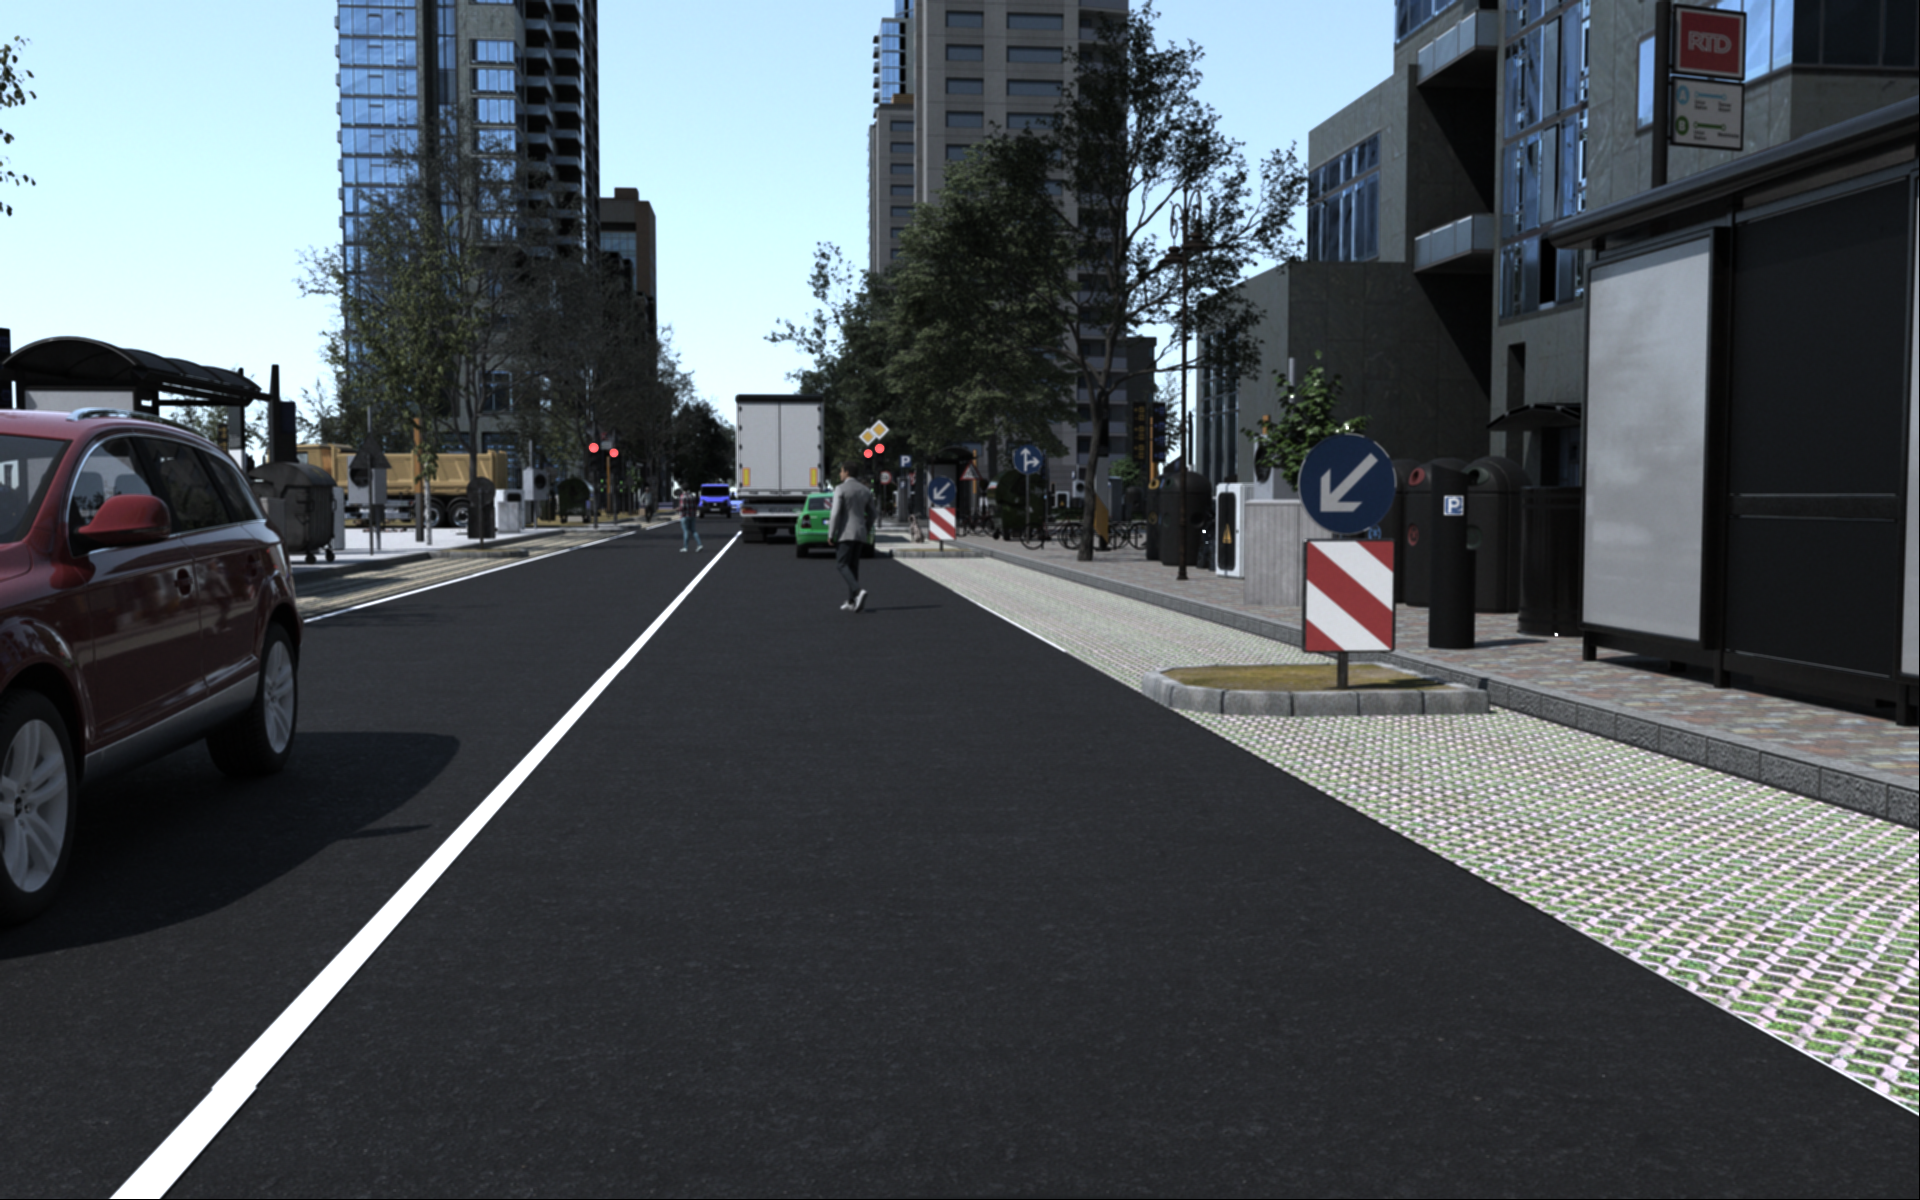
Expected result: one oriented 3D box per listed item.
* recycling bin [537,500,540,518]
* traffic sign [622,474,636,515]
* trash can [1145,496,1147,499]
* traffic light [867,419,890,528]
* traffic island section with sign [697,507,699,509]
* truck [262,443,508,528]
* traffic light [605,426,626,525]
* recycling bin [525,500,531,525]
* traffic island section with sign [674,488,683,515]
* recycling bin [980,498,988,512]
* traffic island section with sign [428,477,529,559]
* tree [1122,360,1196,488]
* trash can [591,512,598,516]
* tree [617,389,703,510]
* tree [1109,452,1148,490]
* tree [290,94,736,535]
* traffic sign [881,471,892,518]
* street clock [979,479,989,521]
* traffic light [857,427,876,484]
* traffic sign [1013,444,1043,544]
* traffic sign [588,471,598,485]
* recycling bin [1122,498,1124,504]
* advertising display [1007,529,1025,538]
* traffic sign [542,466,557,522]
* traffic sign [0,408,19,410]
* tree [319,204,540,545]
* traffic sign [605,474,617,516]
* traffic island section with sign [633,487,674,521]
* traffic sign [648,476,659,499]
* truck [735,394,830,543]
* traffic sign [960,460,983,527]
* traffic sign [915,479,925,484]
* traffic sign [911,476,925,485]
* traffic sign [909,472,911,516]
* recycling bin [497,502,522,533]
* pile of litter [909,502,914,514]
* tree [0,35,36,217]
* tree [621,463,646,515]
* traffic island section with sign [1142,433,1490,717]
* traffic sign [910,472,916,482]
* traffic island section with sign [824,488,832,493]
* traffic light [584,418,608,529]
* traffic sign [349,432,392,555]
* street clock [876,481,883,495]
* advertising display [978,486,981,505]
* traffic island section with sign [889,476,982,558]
[{"bbox_3d":[-23.406,-5.013,94.517,0.722,1.027,0.722,2,4,30],"label":"recycling bin"},{"bbox_3d":[-20.261,-6.492,106.148,0.884,2.594,0.081,0,4,-5],"label":"traffic sign"},{"bbox_3d":[12.948,-6.503,117.983,0.748,1.137,0.748,0,3,0],"label":"trash can"},{"bbox_3d":[-3.048,-4.654,65.018,0.839,4.253,0.868,0,4,-6],"label":"traffic light"},{"bbox_3d":[-24.982,-9.959,171.461,1.989,1.847,2.006,0,4,-6],"label":"traffic island section with sign"},{"bbox_3d":[-22.770,-4.372,67.399,9.791,3.379,3.469,0,4,-4],"label":"truck"},{"bbox_3d":[-14.297,-5.071,71.835,0.839,4.253,0.868,0,4,-6],"label":"traffic light"},{"bbox_3d":[-18.374,-3.649,72.222,0.722,1.027,0.722,3,5,39],"label":"recycling bin"},{"bbox_3d":[-19.589,-6.875,121.026,1.989,1.847,2.006,0,4,-6],"label":"traffic island section with sign"},{"bbox_3d":[1.795,-6.591,120.318,0.722,1.027,0.722,1,4,17],"label":"recycling bin"},{"bbox_3d":[-10.839,-1.867,39.158,1.989,1.847,2.006,0,4,-6],"label":"traffic island section with sign"},{"bbox_3d":[10.949,-8.839,94.880,4.360,8.622,3.978,0,3,0],"label":"tree"},{"bbox_3d":[-21.567,-5.508,101.703,0.748,1.137,0.748,0,3,0],"label":"trash can"},{"bbox_3d":[-24.733,-12.748,142.849,7.601,10.594,8.767,-1,4,-9],"label":"tree"},{"bbox_3d":[13.101,-9.190,133.973,4.285,4.588,4.351,0,3,0],"label":"tree"},{"bbox_3d":[-15.433,-8.804,54.314,12.009,13.543,11.850,0,3,0],"label":"tree"},{"bbox_3d":[-4.012,-5.646,92.414,0.768,2.556,0.104,0,4,2],"label":"traffic sign"},{"bbox_3d":[1.121,-4.690,81.257,0.358,2.002,0.471,-3,4,-36],"label":"street clock"},{"bbox_3d":[-3.896,-5.140,72.958,0.839,4.253,0.868,0,4,-6],"label":"traffic light"},{"bbox_3d":[1.749,-2.718,44.550,0.768,2.556,0.104,0,4,3],"label":"traffic sign"},{"bbox_3d":[-20.005,-5.798,94.909,0.768,2.556,0.104,0,4,0],"label":"traffic sign"},{"bbox_3d":[11.359,-6.850,124.556,0.722,1.027,0.722,1,4,17],"label":"recycling bin"},{"bbox_3d":[1.646,-2.763,50.384,0.123,1.923,0.974,2,4,35],"label":"advertising display"},{"bbox_3d":[-18.852,-4.852,79.437,0.768,2.556,0.104,0,4,2],"label":"traffic sign"},{"bbox_3d":[-11.498,-1.133,20.648,0.606,2.300,0.079,0,4,-6],"label":"traffic sign"},{"bbox_3d":[-13.573,-5.680,43.238,4.737,8.622,4.395,0,3,0],"label":"tree"},{"bbox_3d":[-20.091,-6.102,99.866,0.768,2.556,0.104,0,4,2],"label":"traffic sign"},{"bbox_3d":[-16.707,-5.219,93.965,1.989,1.847,2.006,0,4,-6],"label":"traffic island section with sign"},{"bbox_3d":[-21.640,-7.479,122.394,0.768,2.556,0.104,0,4,2],"label":"traffic sign"},{"bbox_3d":[-5.481,-3.993,54.200,2.839,4.237,11.283,0,4,-4],"label":"truck"},{"bbox_3d":[0.424,-4.011,65.579,0.884,2.594,0.081,0,4,3],"label":"traffic sign"},{"bbox_3d":[-2.160,-5.951,97.397,0.768,2.556,0.104,0,4,-1],"label":"traffic sign"},{"bbox_3d":[-2.439,-6.096,99.669,0.884,2.594,0.081,0,4,-1],"label":"traffic sign"},{"bbox_3d":[-2.912,-6.215,101.617,0.884,2.594,0.081,0,4,-2],"label":"traffic sign"},{"bbox_3d":[-14.960,-2.749,57.496,0.722,1.027,0.722,-1,4,-10],"label":"recycling bin"},{"bbox_3d":[-2.958,-5.969,111.550,1.176,0.858,1.719,0,4,1],"label":"pile of litter"},{"bbox_3d":[-11.317,-4.087,17.182,4.737,8.622,4.395,0,3,0],"label":"tree"},{"bbox_3d":[-20.499,-6.929,107.898,1.663,3.219,1.824,0,3,0],"label":"tree"},{"bbox_3d":[2.333,-0.208,12.025,1.989,1.847,2.006,0,4,-6],"label":"traffic island section with sign"},{"bbox_3d":[-2.530,-6.132,100.357,0.768,2.556,0.104,0,4,-1],"label":"traffic sign"},{"bbox_3d":[-9.469,-6.958,122.387,1.989,1.847,2.006,0,4,-6],"label":"traffic island section with sign"},{"bbox_3d":[-13.449,-4.586,63.895,0.839,4.253,0.868,0,4,-6],"label":"traffic light"},{"bbox_3d":[-12.341,-2.218,36.260,0.884,2.594,0.081,0,4,-3],"label":"traffic sign"},{"bbox_3d":[-4.455,-5.550,95.319,0.471,2.002,0.358,0,4,-1],"label":"street clock"},{"bbox_3d":[1.524,-7.985,135.767,0.123,1.923,0.974,0,4,5],"label":"advertising display"},{"bbox_3d":[-0.592,-1.880,39.369,1.989,1.847,2.006,0,4,-6],"label":"traffic island section with sign"}]
